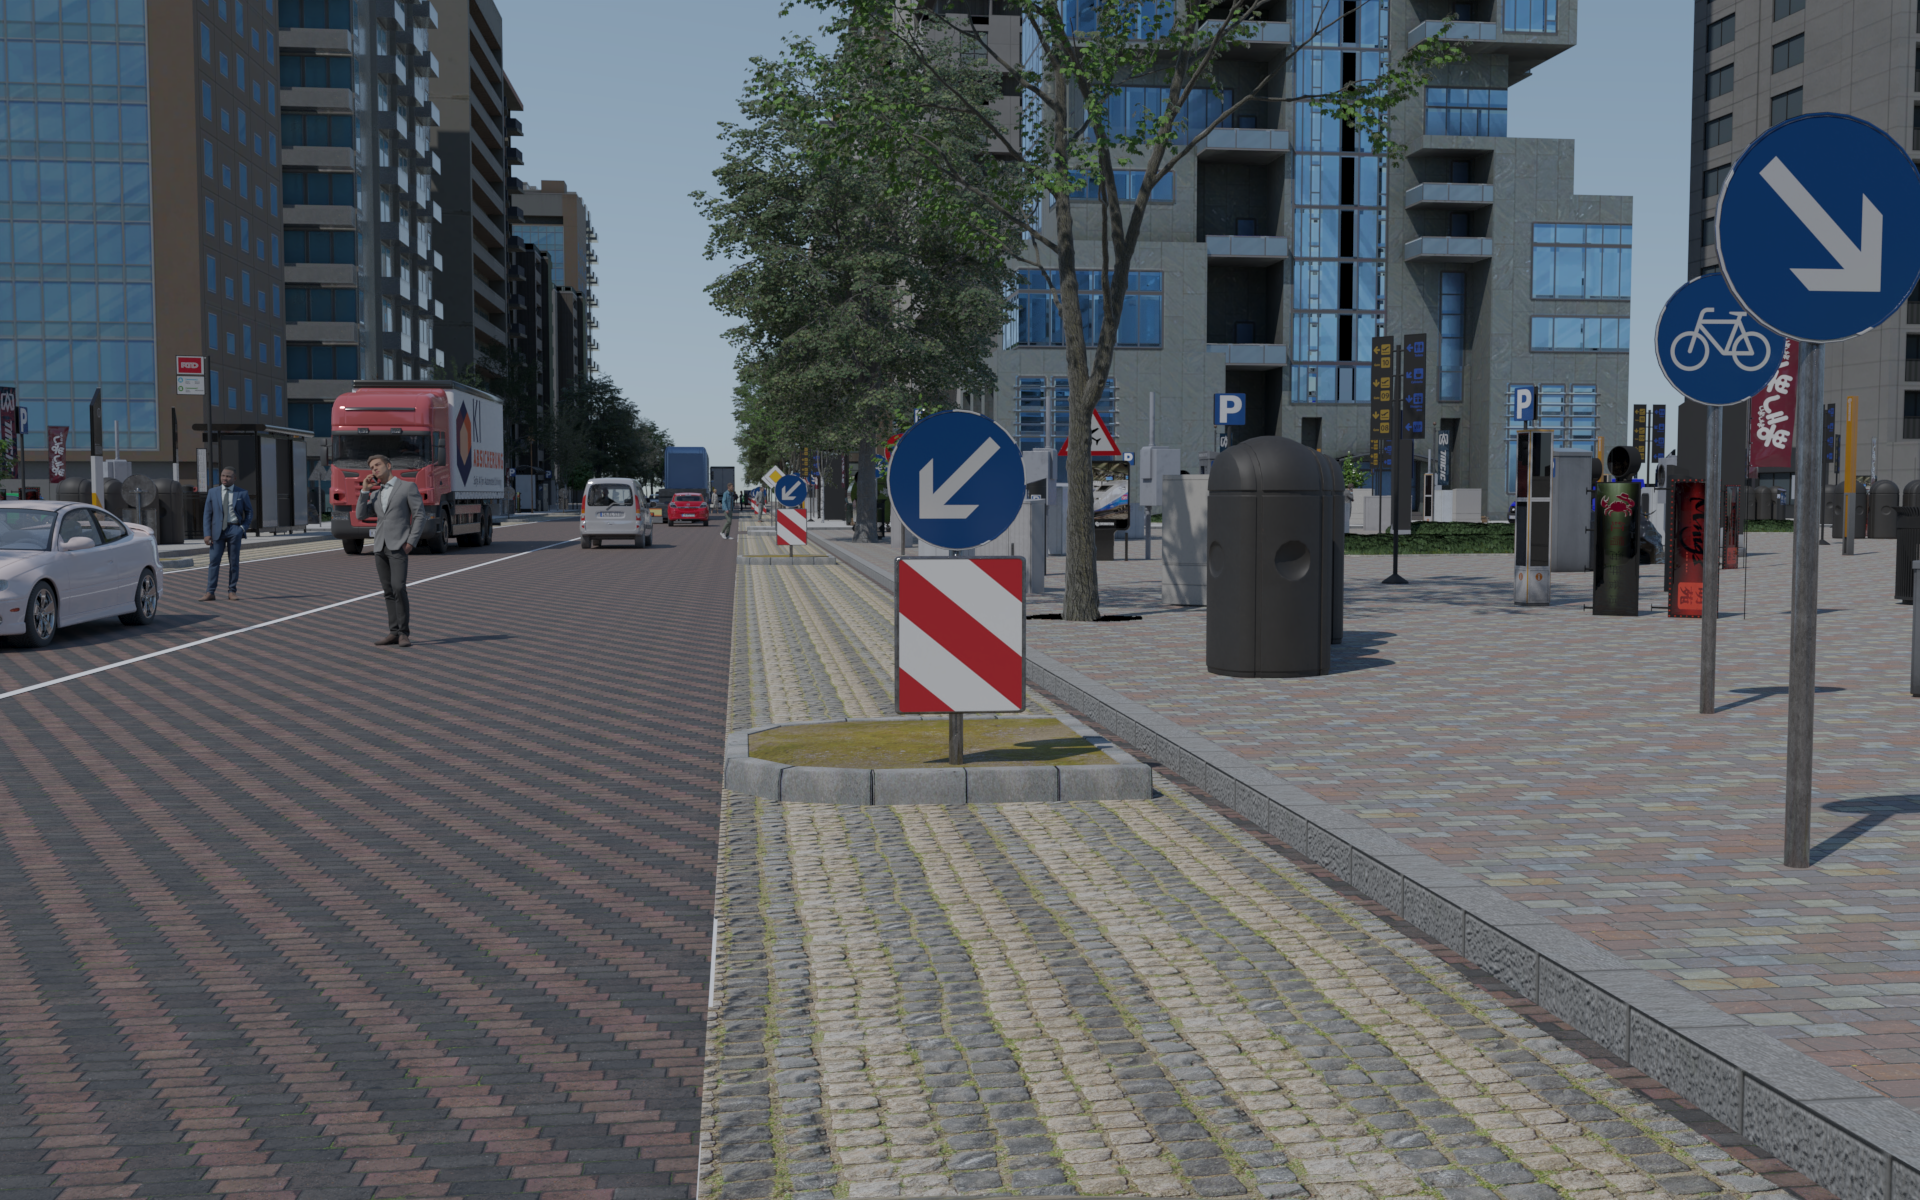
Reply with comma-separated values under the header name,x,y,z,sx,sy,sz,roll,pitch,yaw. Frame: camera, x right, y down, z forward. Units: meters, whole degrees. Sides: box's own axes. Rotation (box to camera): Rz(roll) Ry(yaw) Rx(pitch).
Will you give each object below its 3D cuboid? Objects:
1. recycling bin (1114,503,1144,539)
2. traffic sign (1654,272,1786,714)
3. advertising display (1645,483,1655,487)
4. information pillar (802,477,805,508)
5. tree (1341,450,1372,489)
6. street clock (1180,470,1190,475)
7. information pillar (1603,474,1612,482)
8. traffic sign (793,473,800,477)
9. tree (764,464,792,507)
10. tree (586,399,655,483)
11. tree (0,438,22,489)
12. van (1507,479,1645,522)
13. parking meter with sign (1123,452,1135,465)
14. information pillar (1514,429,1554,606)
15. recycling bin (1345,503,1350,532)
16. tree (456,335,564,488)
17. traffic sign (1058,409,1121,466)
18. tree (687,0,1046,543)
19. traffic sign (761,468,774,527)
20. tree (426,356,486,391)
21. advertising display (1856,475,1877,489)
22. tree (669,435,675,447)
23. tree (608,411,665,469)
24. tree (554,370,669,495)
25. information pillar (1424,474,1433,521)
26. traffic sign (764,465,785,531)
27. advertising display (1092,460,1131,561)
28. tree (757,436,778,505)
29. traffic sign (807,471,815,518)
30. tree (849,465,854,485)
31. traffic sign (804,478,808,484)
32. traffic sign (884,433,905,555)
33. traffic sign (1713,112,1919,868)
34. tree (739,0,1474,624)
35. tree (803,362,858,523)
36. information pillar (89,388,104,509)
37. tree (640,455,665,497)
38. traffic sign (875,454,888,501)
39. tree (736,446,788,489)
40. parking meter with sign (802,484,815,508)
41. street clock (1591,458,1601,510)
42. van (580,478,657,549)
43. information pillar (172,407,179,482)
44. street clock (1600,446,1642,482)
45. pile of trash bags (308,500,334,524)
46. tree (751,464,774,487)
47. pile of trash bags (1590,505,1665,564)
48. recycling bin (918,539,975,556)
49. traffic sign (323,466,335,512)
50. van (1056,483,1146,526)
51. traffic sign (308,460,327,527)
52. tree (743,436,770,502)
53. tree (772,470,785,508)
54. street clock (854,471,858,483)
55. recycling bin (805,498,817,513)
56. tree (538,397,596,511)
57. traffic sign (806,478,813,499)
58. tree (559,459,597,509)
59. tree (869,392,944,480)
name,x,y,z,sx,sy,sz,roll,pitch,yaw
recycling bin,4.805,-2.274,49.740,0.722,1.027,0.722,-3,4,-36
traffic sign,4.369,-0.608,10.054,0.768,2.556,0.104,0,4,-2
advertising display,41.885,-6.114,105.177,0.974,1.923,0.123,3,5,41
information pillar,-8.680,-6.403,96.044,0.183,3.616,0.504,0,4,-8
tree,17.273,-5.050,77.170,1.663,3.219,1.824,0,3,0
street clock,6.706,-2.911,52.162,0.471,2.002,0.358,1,4,15
information pillar,23.832,-3.635,63.926,0.304,2.012,0.304,-3,5,-42
traffic sign,-9.704,-6.276,102.723,0.768,2.556,0.104,0,4,-5
tree,-18.214,-11.597,173.331,4.285,4.588,4.351,0,3,0
tree,-40.742,-17.569,204.264,9.611,12.733,9.660,0,3,0
tree,-18.392,-2.304,32.265,1.663,3.219,1.824,0,3,0
van,24.386,-3.931,68.651,5.245,2.365,2.240,0,4,-8
parking meter with sign,6.560,-4.618,71.767,0.543,3.016,1.738,3,4,36
information pillar,6.578,-0.940,19.866,0.304,2.012,0.304,-1,4,-12
recycling bin,10.559,-2.234,49.074,0.722,1.027,0.722,3,5,41
tree,-27.278,-10.276,102.427,8.767,10.594,7.601,2,4,25
traffic sign,1.797,-1.473,24.081,0.884,2.594,0.081,0,3,0
tree,-2.522,-8.479,45.293,9.857,13.997,8.962,0,3,0
traffic sign,-7.400,-3.937,68.017,0.795,2.450,0.064,0,4,-7
tree,-26.895,-8.640,91.634,4.737,8.622,4.395,0,3,0
advertising display,31.034,-3.328,59.626,0.123,1.923,0.974,-3,4,-36
tree,-51.233,-23.329,288.084,9.857,13.997,8.962,0,3,0
tree,-45.181,-19.934,236.283,12.009,13.543,11.850,0,3,0
tree,-37.006,-16.604,178.133,9.857,13.997,8.962,0,3,0
information pillar,17.226,-3.623,63.727,0.304,2.012,0.304,1,4,14
traffic sign,-6.397,-3.453,60.095,0.795,2.450,0.064,0,4,-7
advertising display,2.774,-1.712,33.197,0.974,1.923,0.123,1,4,12
tree,-21.707,-15.386,201.931,4.737,8.622,4.395,0,3,0
traffic sign,-7.956,-5.757,94.236,0.768,2.556,0.104,0,4,-3
tree,-6.714,-6.386,99.014,1.663,3.219,1.824,0,3,0
traffic sign,-12.425,-8.484,138.711,0.884,2.594,0.081,0,4,1
traffic sign,-1.193,-2.210,36.247,0.768,2.556,0.104,0,4,2
traffic sign,2.885,-0.354,5.895,0.768,2.556,0.104,0,4,-6
tree,1.374,-5.607,17.431,9.928,11.665,9.643,0,3,0
tree,-5.842,-7.705,76.346,4.360,8.622,3.978,0,3,0
information pillar,-18.931,-2.854,38.015,0.183,3.616,0.504,0,4,-7
tree,-48.147,-20.219,264.984,7.601,10.594,8.767,2,4,26
traffic sign,-2.673,-3.364,55.102,0.768,2.556,0.104,0,4,-6
tree,-32.894,-22.877,291.045,9.611,12.733,9.660,0,3,0
parking meter with sign,-11.889,-8.532,135.760,0.543,3.016,1.738,-3,5,-43
street clock,12.612,-1.839,34.633,0.358,2.002,0.471,0,4,-7
van,-9.262,-2.436,46.846,2.013,2.044,4.112,0,4,-6
information pillar,-21.218,-3.396,46.873,0.183,3.616,0.504,-1,4,-18
street clock,9.953,-1.311,26.000,0.358,2.002,0.471,-2,4,-24
pile of trash bags,-28.011,-3.942,74.207,3.447,1.369,1.912,-3,5,-40
tree,-29.694,-18.973,260.577,4.360,8.622,3.978,0,3,0
pile of trash bags,11.330,-1.327,31.449,3.447,1.369,1.912,-3,5,-42
recycling bin,-0.171,-0.886,27.035,0.722,1.027,0.722,2,4,33
traffic sign,-24.048,-4.072,66.576,0.884,2.594,0.081,0,4,-2
van,5.006,-3.578,65.515,4.112,2.044,2.013,0,4,-6
traffic sign,-24.677,-4.083,66.764,0.884,2.594,0.081,0,4,-4
tree,-30.064,-21.458,268.960,7.486,12.596,7.792,0,3,0
tree,-13.841,-8.591,135.063,1.663,3.219,1.824,0,3,0
street clock,-2.919,-2.899,51.975,0.471,2.002,0.358,1,4,10
recycling bin,-10.281,-6.548,119.618,0.722,1.027,0.722,-1,4,-19
tree,-31.375,-11.504,138.453,4.360,8.622,3.978,0,3,0
traffic sign,-8.556,-6.167,100.931,0.768,2.556,0.104,0,4,-3
tree,-32.461,-9.987,146.995,4.285,4.588,4.351,0,3,0
tree,-0.707,-2.354,33.091,1.663,3.219,1.824,0,3,0
